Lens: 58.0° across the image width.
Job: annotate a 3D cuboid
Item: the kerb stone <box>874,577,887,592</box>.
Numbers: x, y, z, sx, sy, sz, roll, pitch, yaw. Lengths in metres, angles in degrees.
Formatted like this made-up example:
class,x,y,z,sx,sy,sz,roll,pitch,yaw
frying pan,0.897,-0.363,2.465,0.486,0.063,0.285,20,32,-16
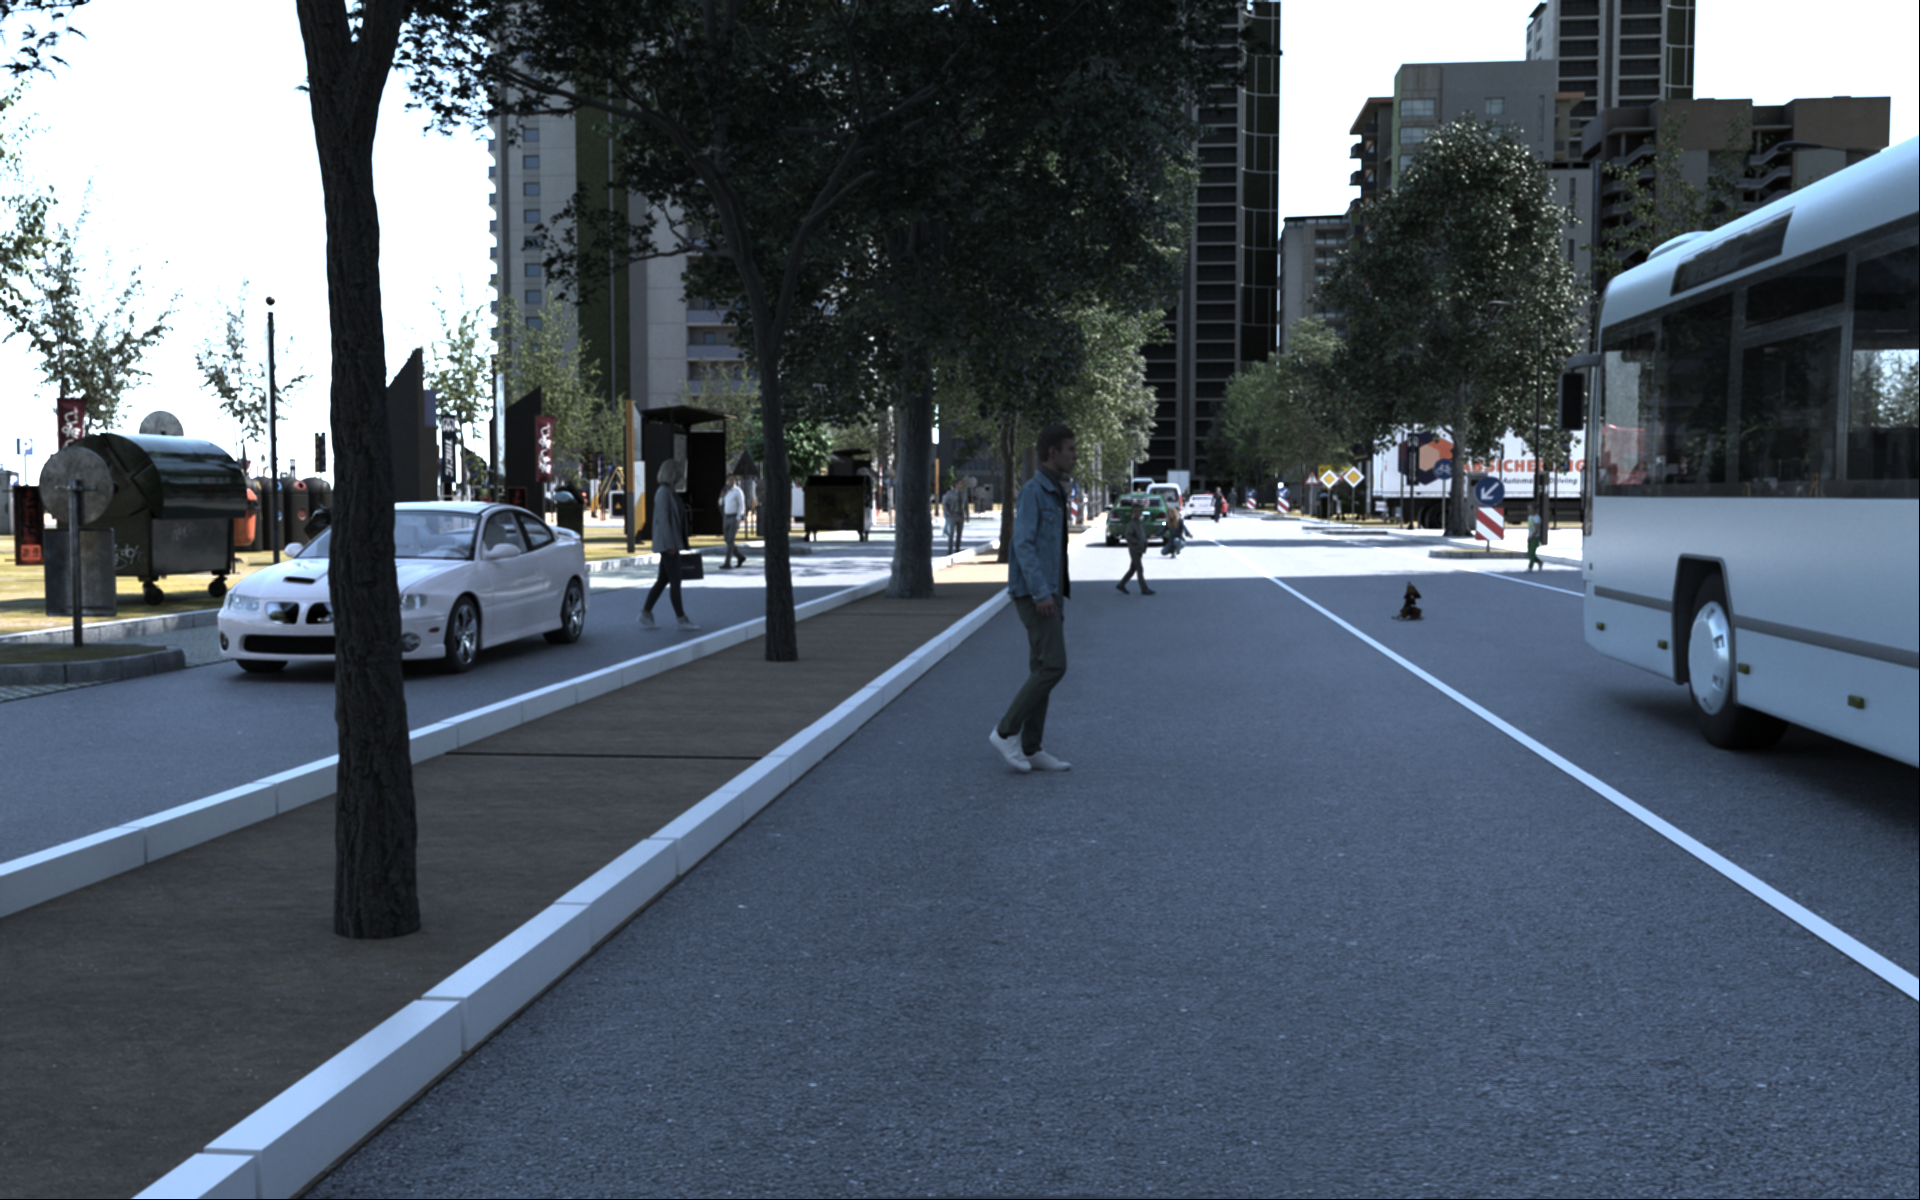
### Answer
class,x,y,z,sx,sy,sz,roll,pitch,yaw
kerb stone,-1.238,-0.204,25.524,0.120,0.150,1.000,0,4,6

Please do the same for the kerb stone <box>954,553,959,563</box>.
class,x,y,z,sx,sy,sz,roll,pitch,yaw
kerb stone,-0.178,-0.825,35.721,0.120,0.150,1.000,0,4,6

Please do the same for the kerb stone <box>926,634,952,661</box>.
class,x,y,z,sx,sy,sz,roll,pitch,yaw
kerb stone,-0.209,0.433,15.109,0.120,0.150,1.000,0,4,6

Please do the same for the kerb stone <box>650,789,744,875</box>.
class,x,y,z,sx,sy,sz,roll,pitch,yaw
kerb stone,-1.050,0.932,6.961,0.120,0.150,1.000,0,4,6

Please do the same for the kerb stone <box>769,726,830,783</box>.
class,x,y,z,sx,sy,sz,roll,pitch,yaw
kerb stone,-0.839,0.807,8.993,0.120,0.150,1.000,0,4,6

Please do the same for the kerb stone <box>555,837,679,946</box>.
class,x,y,z,sx,sy,sz,roll,pitch,yaw
kerb stone,-1.165,0.994,5.936,0.120,0.150,1.000,0,4,6

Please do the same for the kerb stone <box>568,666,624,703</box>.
class,x,y,z,sx,sy,sz,roll,pitch,yaw
kerb stone,-2.607,0.608,12.276,0.120,0.150,1.000,0,4,6

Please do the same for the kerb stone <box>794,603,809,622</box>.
class,x,y,z,sx,sy,sz,roll,pitch,yaw
kerb stone,-1.870,0.171,19.407,0.120,0.150,1.000,0,4,6

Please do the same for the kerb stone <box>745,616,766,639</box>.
class,x,y,z,sx,sy,sz,roll,pitch,yaw
kerb stone,-2.081,0.295,17.369,0.120,0.150,1.000,0,4,6

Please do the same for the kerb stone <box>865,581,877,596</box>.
class,x,y,z,sx,sy,sz,roll,pitch,yaw
kerb stone,-1.339,-0.138,24.508,0.120,0.150,1.000,0,4,6

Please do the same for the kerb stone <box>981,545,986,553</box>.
class,x,y,z,sx,sy,sz,roll,pitch,yaw
kerb stone,0.454,-1.201,41.826,0.120,0.150,1.000,0,4,6

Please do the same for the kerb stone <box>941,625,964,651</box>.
class,x,y,z,sx,sy,sz,roll,pitch,yaw
kerb stone,-0.097,0.373,16.125,0.120,0.150,1.000,0,4,6

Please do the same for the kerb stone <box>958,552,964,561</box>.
class,x,y,z,sx,sy,sz,roll,pitch,yaw
kerb stone,-0.069,-0.889,36.737,0.120,0.150,1.000,0,4,6

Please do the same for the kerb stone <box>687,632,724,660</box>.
class,x,y,z,sx,sy,sz,roll,pitch,yaw
kerb stone,-2.288,0.420,15.336,0.120,0.150,1.000,0,4,6

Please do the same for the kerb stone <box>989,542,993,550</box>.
class,x,y,z,sx,sy,sz,roll,pitch,yaw
kerb stone,0.668,-1.325,43.860,0.120,0.150,1.000,0,4,6

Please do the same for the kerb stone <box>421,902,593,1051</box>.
class,x,y,z,sx,sy,sz,roll,pitch,yaw
kerb stone,-1.265,1.057,4.919,0.120,0.150,1.000,0,4,6

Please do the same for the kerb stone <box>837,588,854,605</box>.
class,x,y,z,sx,sy,sz,roll,pitch,yaw
kerb stone,-1.555,-0.016,22.465,0.120,0.150,1.000,0,4,6

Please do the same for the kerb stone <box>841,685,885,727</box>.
class,x,y,z,sx,sy,sz,roll,pitch,yaw
kerb stone,-0.630,0.688,11.027,0.120,0.150,1.000,0,4,6

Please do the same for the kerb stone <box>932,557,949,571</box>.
class,x,y,z,sx,sy,sz,roll,pitch,yaw
kerb stone,-0.386,-0.703,33.688,0.120,0.150,1.000,0,4,6

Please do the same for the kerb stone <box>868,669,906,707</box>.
class,x,y,z,sx,sy,sz,roll,pitch,yaw
kerb stone,-0.523,0.621,12.043,0.120,0.150,1.000,0,4,6

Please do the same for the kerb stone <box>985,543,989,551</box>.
class,x,y,z,sx,sy,sz,roll,pitch,yaw
kerb stone,0.560,-1.263,42.843,0.120,0.150,1.000,0,4,6

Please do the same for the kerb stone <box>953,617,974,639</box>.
class,x,y,z,sx,sy,sz,roll,pitch,yaw
kerb stone,0.005,0.309,17.144,0.120,0.150,1.000,0,4,6

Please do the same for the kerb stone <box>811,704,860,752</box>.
class,x,y,z,sx,sy,sz,roll,pitch,yaw
kerb stone,-0.731,0.749,10.010,0.120,0.150,1.000,0,4,6

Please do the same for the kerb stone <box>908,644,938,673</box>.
class,x,y,z,sx,sy,sz,roll,pitch,yaw
kerb stone,-0.316,0.496,14.092,0.120,0.150,1.000,0,4,6

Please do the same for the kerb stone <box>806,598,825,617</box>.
class,x,y,z,sx,sy,sz,roll,pitch,yaw
kerb stone,-1.769,0.108,20.428,0.120,0.150,1.000,0,4,6

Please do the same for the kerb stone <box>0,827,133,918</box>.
class,x,y,z,sx,sy,sz,roll,pitch,yaw
kerb stone,-3.246,0.981,6.164,0.120,0.150,1.000,0,4,6

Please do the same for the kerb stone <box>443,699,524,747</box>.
class,x,y,z,sx,sy,sz,roll,pitch,yaw
kerb stone,-2.825,0.732,10.232,0.120,0.150,1.000,0,4,6

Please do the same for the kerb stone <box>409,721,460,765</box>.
class,x,y,z,sx,sy,sz,roll,pitch,yaw
kerb stone,-2.929,0.797,9.215,0.120,0.150,1.000,0,4,6

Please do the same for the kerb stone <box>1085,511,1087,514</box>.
class,x,y,z,sx,sy,sz,roll,pitch,yaw
kerb stone,9.831,-6.727,132.173,0.120,0.150,1.000,0,4,6

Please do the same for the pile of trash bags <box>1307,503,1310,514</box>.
class,x,y,z,sx,sy,sz,roll,pitch,yaw
pile of trash bags,22.772,-6.019,108.160,1.912,1.369,3.447,0,4,5

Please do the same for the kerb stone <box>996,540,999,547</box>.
class,x,y,z,sx,sy,sz,roll,pitch,yaw
kerb stone,0.874,-1.447,45.893,0.120,0.150,1.000,0,4,6

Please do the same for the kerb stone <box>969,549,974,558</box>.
class,x,y,z,sx,sy,sz,roll,pitch,yaw
kerb stone,0.147,-1.011,38.770,0.120,0.150,1.000,0,4,6

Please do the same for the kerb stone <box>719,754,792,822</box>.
class,x,y,z,sx,sy,sz,roll,pitch,yaw
kerb stone,-0.946,0.871,7.977,0.120,0.150,1.000,0,4,6

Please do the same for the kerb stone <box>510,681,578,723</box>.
class,x,y,z,sx,sy,sz,roll,pitch,yaw
kerb stone,-2.720,0.670,11.248,0.120,0.150,1.000,0,4,6

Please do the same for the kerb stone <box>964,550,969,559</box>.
class,x,y,z,sx,sy,sz,roll,pitch,yaw
kerb stone,0.034,-0.952,37.754,0.120,0.150,1.000,0,4,6

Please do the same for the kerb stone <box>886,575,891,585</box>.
class,x,y,z,sx,sy,sz,roll,pitch,yaw
kerb stone,-1.127,-0.267,26.554,0.120,0.150,1.000,0,4,6

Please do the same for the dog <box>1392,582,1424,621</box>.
class,x,y,z,sx,sy,sz,roll,pitch,yaw
dog,5.113,0.015,19.947,0.748,0.427,0.550,-3,4,-37

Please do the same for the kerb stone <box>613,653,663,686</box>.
class,x,y,z,sx,sy,sz,roll,pitch,yaw
kerb stone,-2.498,0.544,13.299,0.120,0.150,1.000,0,4,6

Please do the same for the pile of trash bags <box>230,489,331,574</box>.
class,x,y,z,sx,sy,sz,roll,pitch,yaw
pile of trash bags,-10.295,-1.124,28.124,3.447,1.369,1.912,0,4,-2

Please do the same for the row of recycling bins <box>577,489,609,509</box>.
class,x,y,z,sx,sy,sz,roll,pitch,yaw
row of recycling bins,-31.787,-8.725,149.769,3.534,1.692,1.069,1,4,17

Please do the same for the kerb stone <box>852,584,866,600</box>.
class,x,y,z,sx,sy,sz,roll,pitch,yaw
kerb stone,-1.446,-0.079,23.487,0.120,0.150,1.000,0,4,6

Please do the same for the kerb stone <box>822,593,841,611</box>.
class,x,y,z,sx,sy,sz,roll,pitch,yaw
kerb stone,-1.656,0.046,21.448,0.120,0.150,1.000,0,4,6

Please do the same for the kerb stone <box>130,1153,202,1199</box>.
class,x,y,z,sx,sy,sz,roll,pitch,yaw
kerb stone,-1.481,1.185,2.879,0.120,0.150,1.000,0,4,6

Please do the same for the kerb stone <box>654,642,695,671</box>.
class,x,y,z,sx,sy,sz,roll,pitch,yaw
kerb stone,-2.397,0.485,14.320,0.120,0.150,1.000,0,4,6

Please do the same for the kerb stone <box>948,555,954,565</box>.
class,x,y,z,sx,sy,sz,roll,pitch,yaw
kerb stone,-0.289,-0.765,34.705,0.120,0.150,1.000,0,4,6

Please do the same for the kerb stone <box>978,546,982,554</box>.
class,x,y,z,sx,sy,sz,roll,pitch,yaw
kerb stone,0.354,-1.138,40.807,0.120,0.150,1.000,0,4,6

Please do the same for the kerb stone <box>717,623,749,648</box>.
class,x,y,z,sx,sy,sz,roll,pitch,yaw
kerb stone,-2.189,0.357,16.353,0.120,0.150,1.000,0,4,6

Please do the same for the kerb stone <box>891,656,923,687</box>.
class,x,y,z,sx,sy,sz,roll,pitch,yaw
kerb stone,-0.421,0.562,13.060,0.120,0.150,1.000,0,4,6

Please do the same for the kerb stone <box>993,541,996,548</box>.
class,x,y,z,sx,sy,sz,roll,pitch,yaw
kerb stone,0.766,-1.387,44.877,0.120,0.150,1.000,0,4,6

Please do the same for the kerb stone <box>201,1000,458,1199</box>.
class,x,y,z,sx,sy,sz,roll,pitch,yaw
kerb stone,-1.374,1.120,3.896,0.120,0.150,1.000,0,4,6

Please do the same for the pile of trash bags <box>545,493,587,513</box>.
class,x,y,z,sx,sy,sz,roll,pitch,yaw
pile of trash bags,-27.028,-6.637,118.267,3.447,1.369,1.912,1,4,18

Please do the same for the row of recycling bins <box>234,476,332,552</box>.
class,x,y,z,sx,sy,sz,roll,pitch,yaw
row of recycling bins,-15.646,-1.990,39.650,1.069,1.692,3.534,1,4,13

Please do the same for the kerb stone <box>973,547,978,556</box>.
class,x,y,z,sx,sy,sz,roll,pitch,yaw
kerb stone,0.244,-1.076,39.787,0.120,0.150,1.000,0,4,6

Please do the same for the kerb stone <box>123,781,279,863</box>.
class,x,y,z,sx,sy,sz,roll,pitch,yaw
kerb stone,-3.143,0.920,7.181,0.120,0.150,1.000,0,4,6

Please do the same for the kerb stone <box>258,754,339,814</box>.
class,x,y,z,sx,sy,sz,roll,pitch,yaw
kerb stone,-3.039,0.856,8.199,0.120,0.150,1.000,0,4,6
